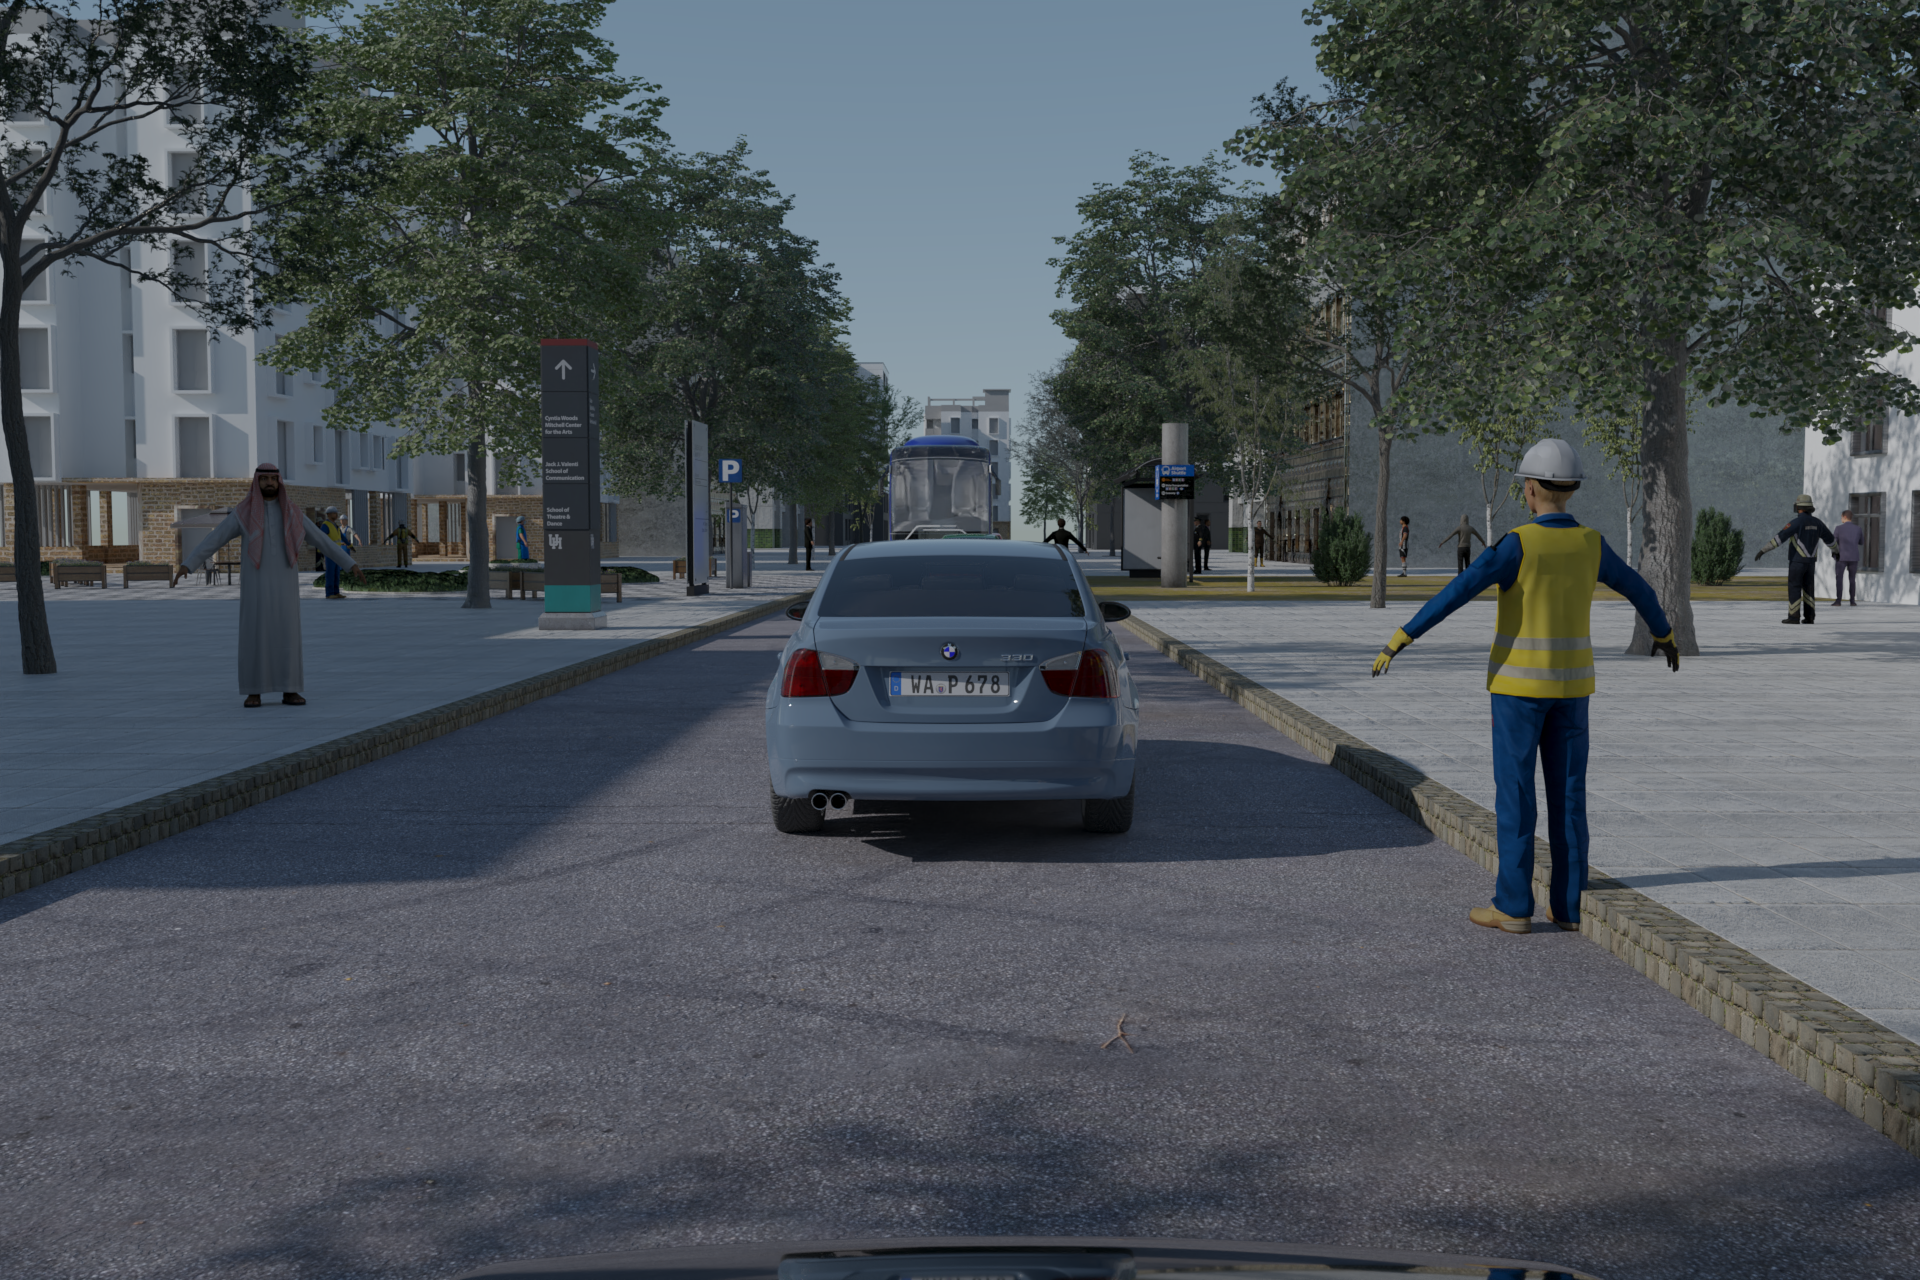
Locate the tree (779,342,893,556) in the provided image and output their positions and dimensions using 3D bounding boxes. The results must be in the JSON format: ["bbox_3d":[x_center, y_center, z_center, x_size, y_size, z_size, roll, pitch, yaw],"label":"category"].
[{"bbox_3d":[-7.494,-11.234,101.803,7.486,12.596,7.792,0,3,0],"label":"tree"}]

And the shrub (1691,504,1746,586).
[{"bbox_3d":[18.605,-2.357,42.957,1.690,2.028,1.600,0,3,0],"label":"shrub"}]

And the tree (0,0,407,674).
[{"bbox_3d":[-8.777,-4.957,15.464,7.601,10.594,8.767,-2,4,-33],"label":"tree"}]

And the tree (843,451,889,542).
[{"bbox_3d":[-6.967,-11.174,133.051,4.737,8.622,4.395,0,3,0],"label":"tree"}]

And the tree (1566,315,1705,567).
[{"bbox_3d":[19.619,-6.124,50.490,4.737,8.622,4.395,0,3,0],"label":"tree"}]

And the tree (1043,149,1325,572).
[{"bbox_3d":[7.268,-9.159,56.409,9.857,13.997,8.962,0,3,0],"label":"tree"}]

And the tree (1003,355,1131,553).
[{"bbox_3d":[8.098,-12.498,114.719,12.009,13.543,11.850,0,3,0],"label":"tree"}]

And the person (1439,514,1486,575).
[{"bbox_3d":[13.524,-2.470,46.510,1.348,1.813,0.705,-1,4,-10],"label":"person"}]

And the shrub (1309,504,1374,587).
[{"bbox_3d":[9.357,-2.327,42.467,1.690,2.028,1.600,0,3,0],"label":"shrub"}]

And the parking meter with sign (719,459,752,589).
[{"bbox_3d":[-5.281,-2.742,41.091,0.543,3.016,1.738,0,4,3],"label":"parking meter with sign"}]

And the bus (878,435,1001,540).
[{"bbox_3d":[-0.419,-3.376,46.750,2.896,3.916,12.251,0,4,1],"label":"bus"}]

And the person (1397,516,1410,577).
[{"bbox_3d":[13.224,-2.787,51.713,0.704,1.843,1.345,1,4,14],"label":"person"}]

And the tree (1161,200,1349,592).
[{"bbox_3d":[6.549,-5.400,38.655,4.360,8.622,3.978,0,3,0],"label":"tree"}]

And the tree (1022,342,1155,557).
[{"bbox_3d":[8.717,-11.531,98.894,12.009,13.543,11.850,0,3,0],"label":"tree"}]

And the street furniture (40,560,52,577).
[{"bbox_3d":[-31.290,-2.172,51.132,10.072,0.657,5.734,0,4,-7],"label":"street furniture"}]

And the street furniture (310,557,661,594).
[{"bbox_3d":[-11.648,-1.632,42.309,5.734,0.657,10.072,2,4,27],"label":"street furniture"}]

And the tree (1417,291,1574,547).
[{"bbox_3d":[13.444,-5.700,43.556,4.737,8.622,4.395,0,3,0],"label":"tree"}]

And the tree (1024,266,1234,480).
[{"bbox_3d":[8.133,-10.326,79.193,12.009,13.543,11.850,0,3,0],"label":"tree"}]

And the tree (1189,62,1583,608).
[{"bbox_3d":[7.590,-5.835,29.821,7.601,10.594,8.767,-1,4,-17],"label":"tree"}]

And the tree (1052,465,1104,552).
[{"bbox_3d":[8.343,-10.656,124.592,4.360,8.622,3.978,0,3,0],"label":"tree"}]

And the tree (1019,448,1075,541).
[{"bbox_3d":[11.375,-18.683,223.593,7.486,12.596,7.792,0,3,0],"label":"tree"}]

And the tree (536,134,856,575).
[{"bbox_3d":[-8.180,-9.034,54.357,9.857,13.997,8.962,0,3,0],"label":"tree"}]

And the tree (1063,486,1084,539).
[{"bbox_3d":[15.360,-17.143,230.651,4.737,8.622,4.395,0,3,0],"label":"tree"}]

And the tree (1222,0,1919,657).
[{"bbox_3d":[7.428,-6.807,17.945,9.857,13.997,8.962,0,3,0],"label":"tree"}]

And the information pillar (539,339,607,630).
[{"bbox_3d":[-5.232,-2.077,23.331,0.750,3.857,0.750,0,4,1],"label":"information pillar"}]

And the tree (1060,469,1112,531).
[{"bbox_3d":[9.353,-11.079,131.506,4.737,8.622,4.395,0,3,0],"label":"tree"}]

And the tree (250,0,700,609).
[{"bbox_3d":[-8.453,-6.848,30.093,7.486,12.596,7.792,0,3,0],"label":"tree"}]

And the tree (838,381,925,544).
[{"bbox_3d":[-6.432,-11.584,115.151,9.928,11.665,9.643,0,3,0],"label":"tree"}]

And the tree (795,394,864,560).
[{"bbox_3d":[-6.964,-8.226,84.851,4.737,8.622,4.395,0,3,0],"label":"tree"}]

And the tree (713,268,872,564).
[{"bbox_3d":[-7.381,-9.524,73.846,7.486,12.596,7.792,0,3,0],"label":"tree"}]

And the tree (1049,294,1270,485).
[{"bbox_3d":[7.838,-8.098,66.810,8.767,10.594,7.601,0,4,-4],"label":"tree"}]

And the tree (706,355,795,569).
[{"bbox_3d":[-7.759,-6.947,63.943,4.737,8.622,4.395,0,3,0],"label":"tree"}]

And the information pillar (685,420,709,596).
[{"bbox_3d":[-5.542,-2.766,36.536,0.184,3.620,1.656,0,4,2],"label":"information pillar"}]
